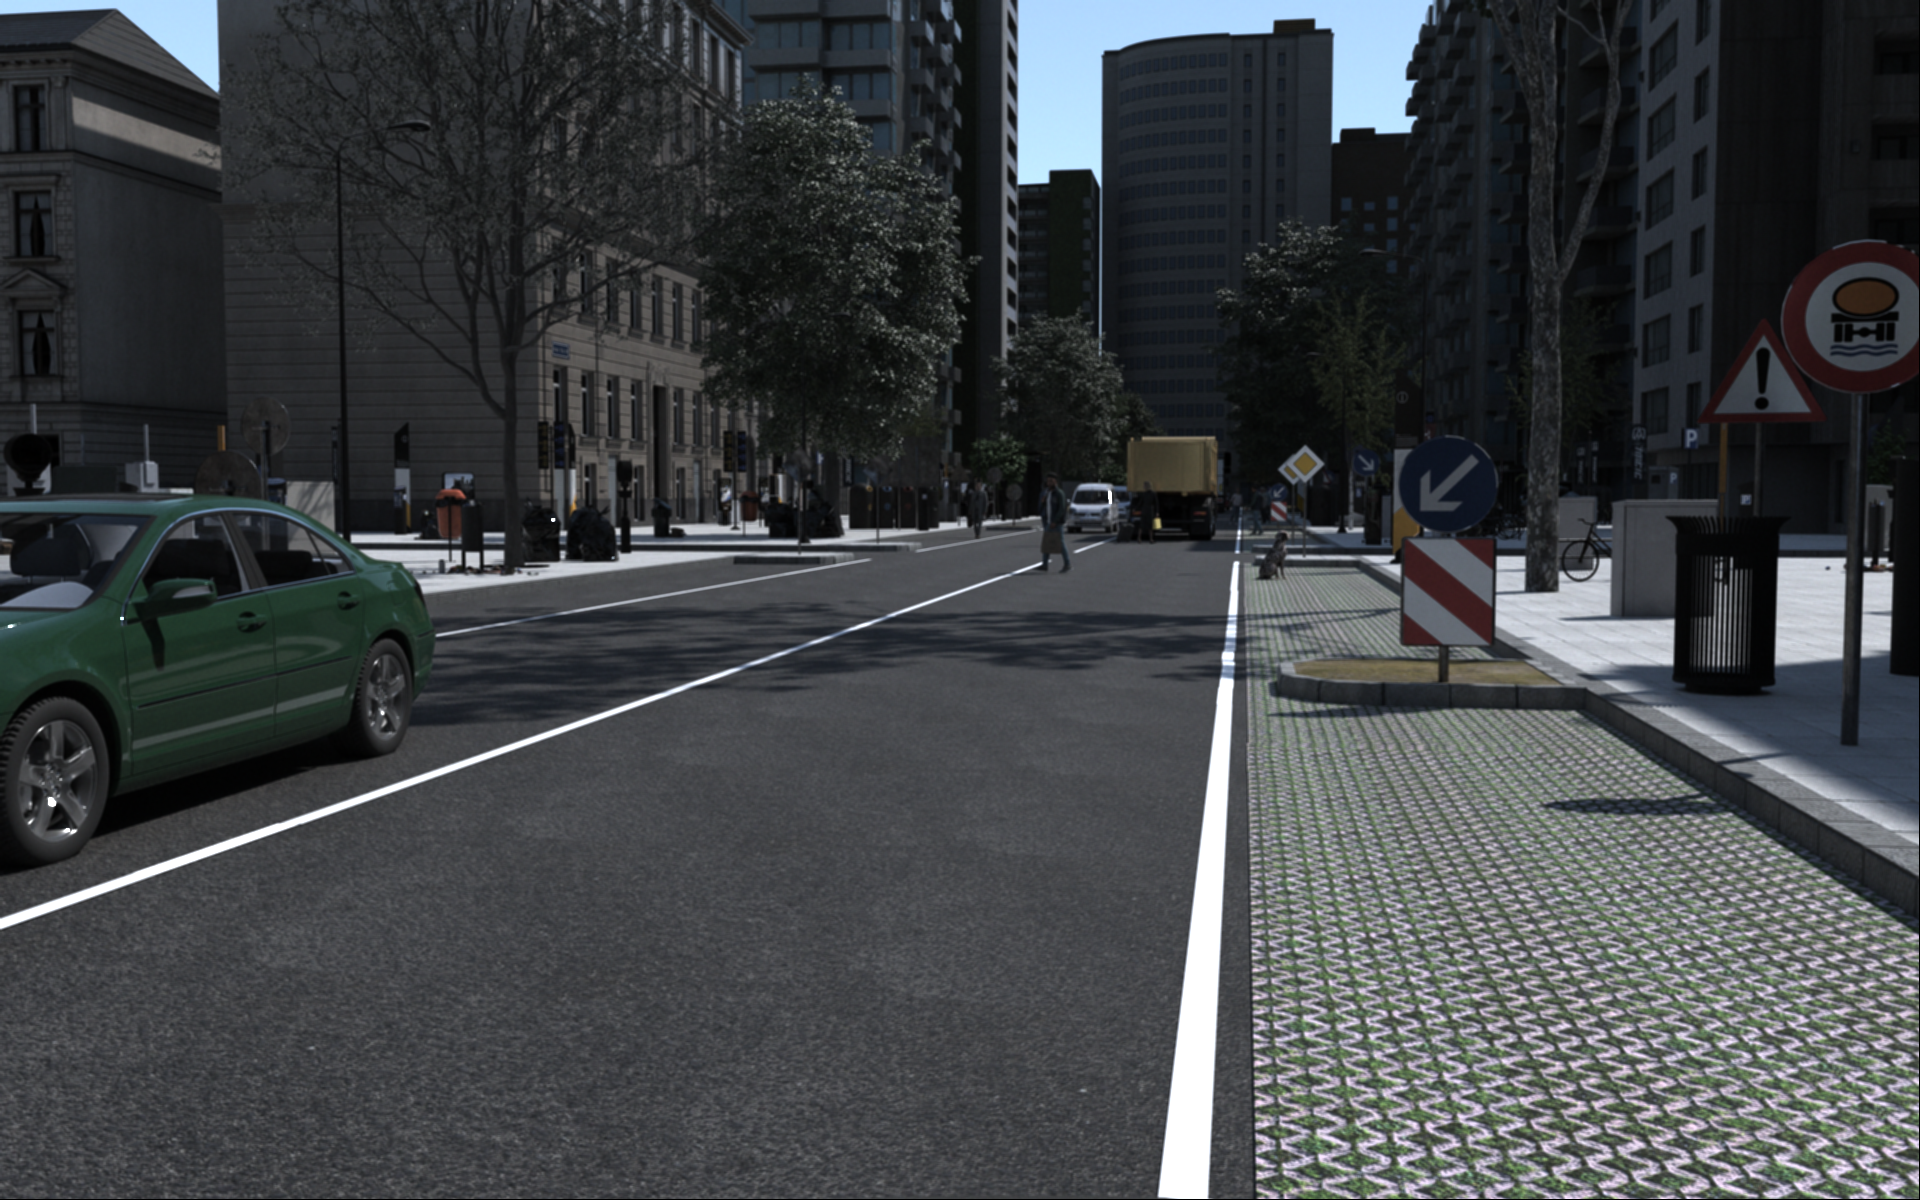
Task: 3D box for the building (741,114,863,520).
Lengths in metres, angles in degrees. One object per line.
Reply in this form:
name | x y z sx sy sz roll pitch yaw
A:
building | -14.315 -15.458 94.541 13.314 21.916 24.055 1 4 9

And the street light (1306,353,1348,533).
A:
street light | 12.080 -5.171 57.093 1.470 5.913 1.316 1 4 9

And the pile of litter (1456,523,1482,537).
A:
pile of litter | 8.625 -0.993 30.194 1.176 0.858 1.719 1 4 16

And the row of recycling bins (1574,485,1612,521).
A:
row of recycling bins | 29.805 -4.575 81.921 3.534 1.692 1.069 -3 5 -43

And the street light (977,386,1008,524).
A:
street light | 1.355 -6.237 74.509 1.470 5.913 1.316 1 4 9

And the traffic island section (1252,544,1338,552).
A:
traffic island section | 8.267 -1.262 42.917 2.009 0.180 2.903 1 4 9

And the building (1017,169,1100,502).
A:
building | 10.455 -32.897 221.459 14.086 41.232 14.154 1 4 9

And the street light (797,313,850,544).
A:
street light | -3.498 -4.407 44.589 1.470 5.913 1.316 1 4 9

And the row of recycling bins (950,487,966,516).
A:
row of recycling bins | 0.074 -5.752 101.159 1.069 1.692 3.534 1 4 11

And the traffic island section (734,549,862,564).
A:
traffic island section | -3.422 -0.884 36.731 2.009 0.180 2.903 1 4 9

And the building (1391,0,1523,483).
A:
building | 53.478 -33.147 161.567 23.786 49.044 30.456 1 4 9

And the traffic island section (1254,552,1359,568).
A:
traffic island section | 6.982 -0.780 35.036 2.009 0.180 2.903 1 4 9

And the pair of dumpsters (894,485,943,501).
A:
pair of dumpsters | -1.875 -4.485 75.822 1.574 2.255 4.437 1 4 9

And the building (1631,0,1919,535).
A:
building | 31.278 -17.473 57.385 14.107 30.474 14.160 1 4 9

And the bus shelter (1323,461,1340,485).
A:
bus shelter | 23.453 -7.028 108.829 2.014 3.302 5.546 1 4 9

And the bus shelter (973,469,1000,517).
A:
bus shelter | 2.080 -6.738 101.441 1.731 3.624 6.357 1 4 9

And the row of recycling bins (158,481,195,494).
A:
row of recycling bins | -24.288 -2.996 56.101 1.069 1.692 3.534 3 5 41

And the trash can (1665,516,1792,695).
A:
trash can | 4.961 0.026 11.226 0.748 1.137 0.748 0 3 0

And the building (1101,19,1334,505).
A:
building | 32.338 -41.502 220.559 28.212 58.520 21.231 1 4 9

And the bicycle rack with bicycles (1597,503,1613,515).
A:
bicycle rack with bicycles | 26.881 -3.523 70.988 2.852 0.926 2.925 1 4 18

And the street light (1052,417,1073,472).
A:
street light | 6.102 -8.036 103.925 1.470 5.913 1.316 1 4 9

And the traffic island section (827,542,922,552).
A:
traffic island section | -2.137 -1.366 44.612 2.009 0.180 2.903 1 4 9

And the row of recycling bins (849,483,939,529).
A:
row of recycling bins | -2.463 -3.500 64.338 3.534 1.692 1.069 -2 4 -27

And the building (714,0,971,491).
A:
building | -12.166 -31.663 137.297 23.786 49.044 30.456 1 4 9

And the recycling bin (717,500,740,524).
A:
recycling bin | -9.866 -3.748 73.838 0.722 1.027 0.722 2 4 29

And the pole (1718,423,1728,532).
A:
pole | 18.012 -2.878 40.897 0.158 3.312 0.155 0 3 0

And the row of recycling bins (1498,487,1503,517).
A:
row of recycling bins | 26.996 -5.152 91.349 3.534 1.692 1.069 -1 4 -15

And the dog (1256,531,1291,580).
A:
dog | 5.133 -0.745 29.010 0.800 0.831 0.513 1 4 10

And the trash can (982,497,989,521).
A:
trash can | 1.023 -4.339 82.600 0.748 1.137 0.748 0 3 0

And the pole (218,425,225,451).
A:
pole | -21.956 -3.530 51.552 0.158 3.312 0.155 0 3 0

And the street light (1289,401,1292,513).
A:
street light | 16.857 -6.967 86.452 1.470 5.913 1.316 1 4 9

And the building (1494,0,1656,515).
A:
building | 42.819 -27.118 98.010 22.147 44.769 28.867 1 4 9

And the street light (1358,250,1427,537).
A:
street light | 8.274 -3.699 33.025 1.470 5.913 1.316 1 4 9

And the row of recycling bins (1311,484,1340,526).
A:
row of recycling bins | 14.971 -3.858 70.197 1.069 1.692 3.534 1 4 22

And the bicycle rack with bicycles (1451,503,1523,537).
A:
bicycle rack with bicycles | 15.243 -2.212 49.543 2.925 0.926 2.852 2 4 34

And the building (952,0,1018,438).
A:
building | -8.576 -38.805 176.454 28.212 58.520 21.231 1 4 9

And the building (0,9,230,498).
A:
building | -38.474 -12.283 65.458 19.286 19.102 10.561 1 4 9

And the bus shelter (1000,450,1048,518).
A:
bus shelter | 3.625 -6.356 95.199 1.731 3.624 6.357 1 4 9

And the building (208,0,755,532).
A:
building | -17.633 -16.685 70.058 12.463 27.353 25.104 1 4 9

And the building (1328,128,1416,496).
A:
building | 52.769 -34.519 214.496 14.200 45.320 14.600 1 4 9

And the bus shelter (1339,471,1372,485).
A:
bus shelter | 20.059 -5.945 88.484 1.731 3.624 6.357 1 4 9

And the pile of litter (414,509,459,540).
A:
pile of litter | -14.788 -2.138 48.916 1.176 0.858 1.719 -2 4 -25

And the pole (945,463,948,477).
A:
pole | -0.905 -7.323 113.582 0.158 3.312 0.155 0 3 0

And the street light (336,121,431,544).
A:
street light | -7.266 -3.012 21.795 1.470 5.913 1.316 1 4 9

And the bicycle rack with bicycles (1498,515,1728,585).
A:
bicycle rack with bicycles | 9.890 -0.703 24.871 2.925 0.926 2.852 -1 4 -21
